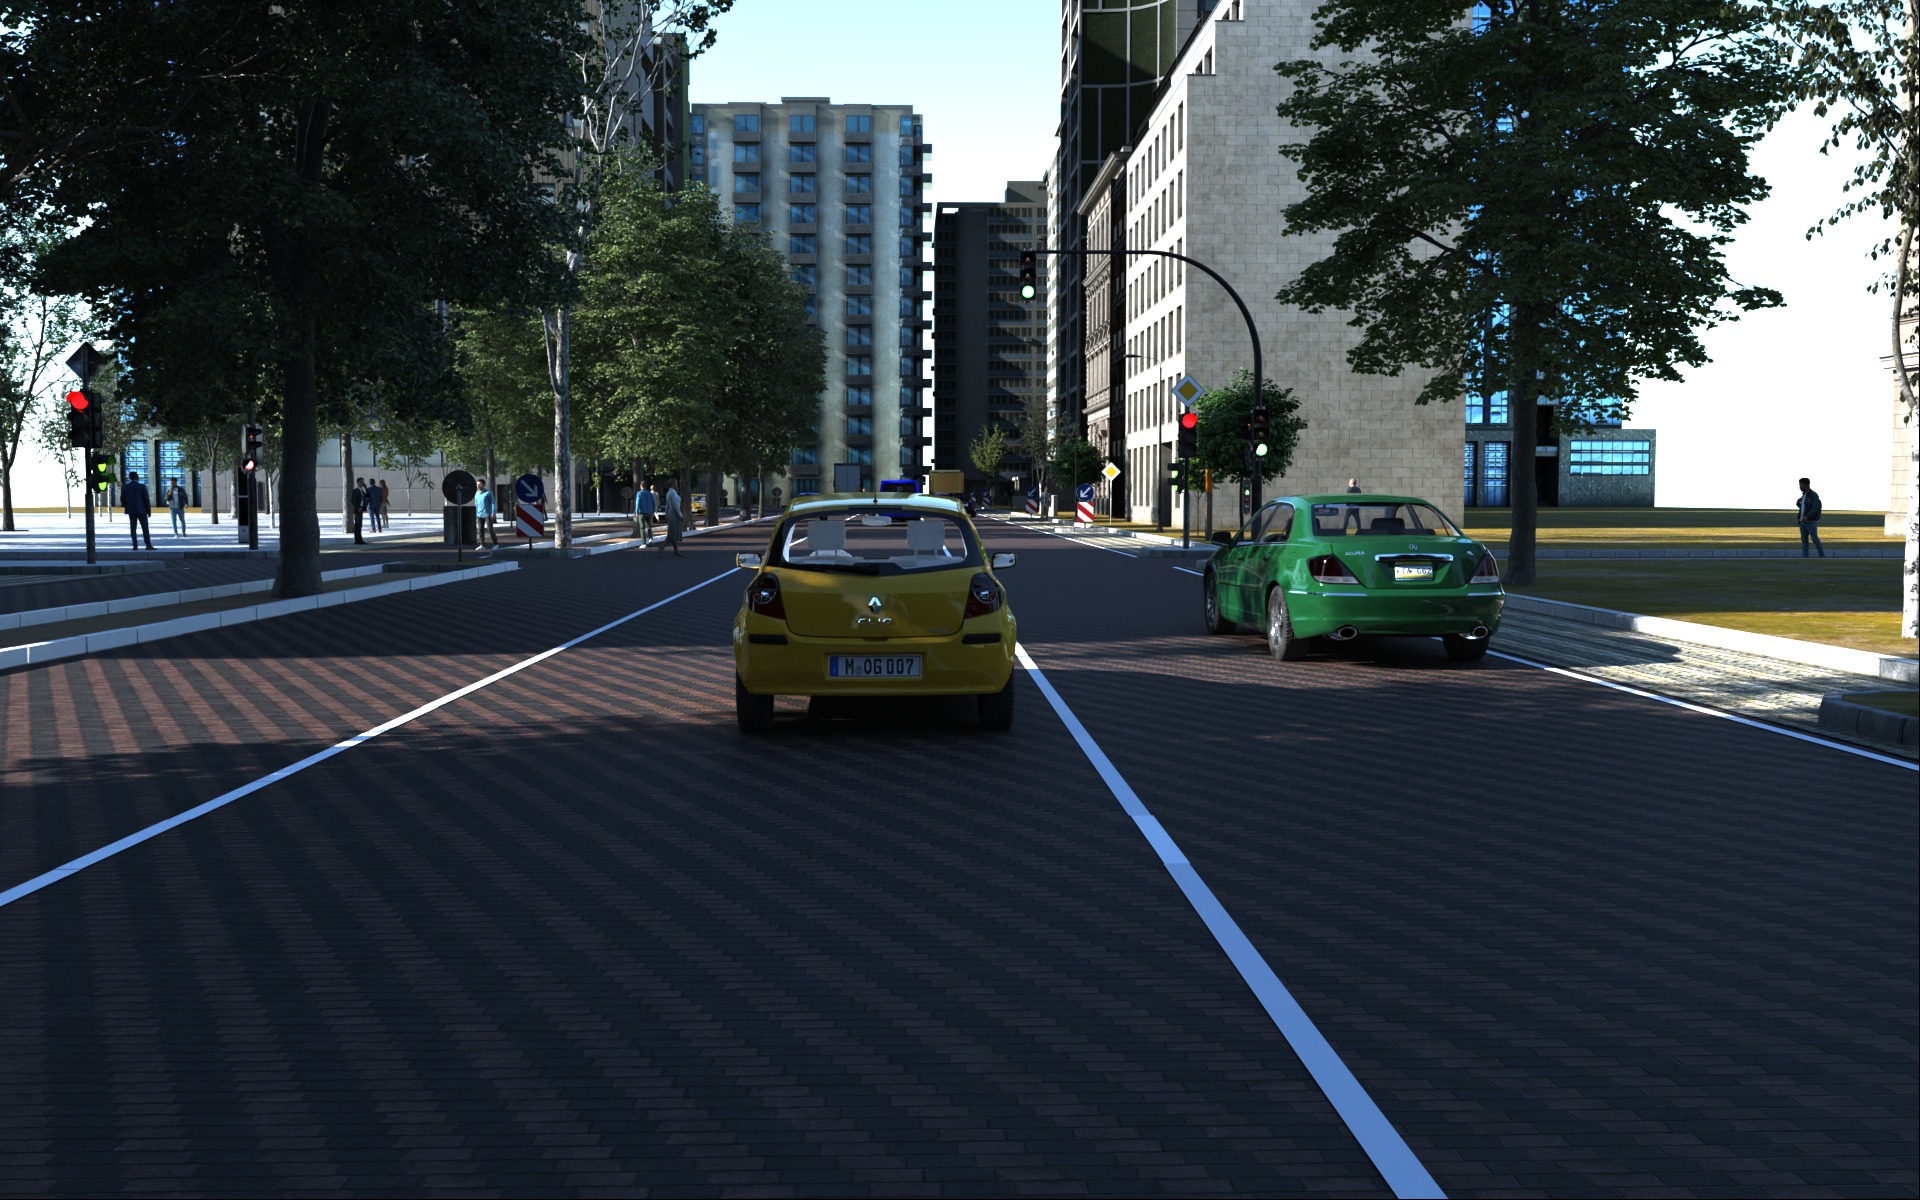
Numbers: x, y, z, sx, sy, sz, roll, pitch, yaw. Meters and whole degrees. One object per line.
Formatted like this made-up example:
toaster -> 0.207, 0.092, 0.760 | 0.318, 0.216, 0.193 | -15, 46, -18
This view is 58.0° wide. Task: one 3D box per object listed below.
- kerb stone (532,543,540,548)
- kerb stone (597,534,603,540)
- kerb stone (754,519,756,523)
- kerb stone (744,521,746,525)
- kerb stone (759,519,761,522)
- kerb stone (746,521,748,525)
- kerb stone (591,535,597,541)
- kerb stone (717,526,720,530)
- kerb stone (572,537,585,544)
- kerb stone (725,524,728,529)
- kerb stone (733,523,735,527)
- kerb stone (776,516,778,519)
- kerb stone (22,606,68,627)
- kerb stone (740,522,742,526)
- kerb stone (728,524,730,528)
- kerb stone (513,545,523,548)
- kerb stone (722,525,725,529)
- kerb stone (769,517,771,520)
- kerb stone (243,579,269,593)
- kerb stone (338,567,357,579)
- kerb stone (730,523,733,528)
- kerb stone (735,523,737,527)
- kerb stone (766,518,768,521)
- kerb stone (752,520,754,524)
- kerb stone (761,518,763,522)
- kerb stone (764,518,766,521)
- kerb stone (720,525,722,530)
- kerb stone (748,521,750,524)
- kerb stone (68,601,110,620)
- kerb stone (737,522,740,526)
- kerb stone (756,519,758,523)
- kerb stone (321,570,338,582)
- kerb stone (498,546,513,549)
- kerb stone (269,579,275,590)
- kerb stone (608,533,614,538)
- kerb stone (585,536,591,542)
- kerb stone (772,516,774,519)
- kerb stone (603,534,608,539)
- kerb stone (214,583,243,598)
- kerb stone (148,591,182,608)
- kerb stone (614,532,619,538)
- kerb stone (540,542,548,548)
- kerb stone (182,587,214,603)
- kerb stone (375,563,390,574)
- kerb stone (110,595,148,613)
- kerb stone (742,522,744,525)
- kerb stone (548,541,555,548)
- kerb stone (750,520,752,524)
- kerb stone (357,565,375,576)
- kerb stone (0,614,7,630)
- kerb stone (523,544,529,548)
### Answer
kerb stone -> -10.956, -1.347, 44.215 | 0.120, 0.150, 1.000 | 0, 4, -2
kerb stone -> -11.251, -1.910, 53.432 | 0.120, 0.150, 1.000 | 0, 4, -2
kerb stone -> -10.155, -3.795, 84.241 | 0.120, 0.150, 1.000 | 0, 4, -2
kerb stone -> -9.988, -3.480, 79.130 | 0.120, 0.150, 1.000 | 0, 4, -2
kerb stone -> -10.258, -3.983, 87.323 | 0.120, 0.150, 1.000 | 0, 4, -2
kerb stone -> -10.020, -3.544, 80.151 | 0.120, 0.150, 1.000 | 0, 4, -2
kerb stone -> -11.211, -1.839, 52.411 | 0.120, 0.150, 1.000 | 0, 4, -2
kerb stone -> -9.622, -2.791, 67.861 | 0.120, 0.150, 1.000 | 0, 4, -2
kerb stone -> -11.143, -1.722, 50.353 | 0.120, 0.150, 1.000 | 0, 4, -2
kerb stone -> -9.719, -2.978, 70.931 | 0.120, 0.150, 1.000 | 0, 4, -2
kerb stone -> -9.816, -3.168, 73.998 | 0.120, 0.150, 1.000 | 0, 4, -2
kerb stone -> -10.618, -4.669, 98.593 | 0.120, 0.150, 1.000 | 0, 4, -2
kerb stone -> -10.135, 0.193, 19.042 | 0.120, 0.150, 1.000 | 0, 4, -2
kerb stone -> -9.920, -3.354, 77.080 | 0.120, 0.150, 1.000 | 0, 4, -2
kerb stone -> -9.752, -3.041, 71.952 | 0.120, 0.150, 1.000 | 0, 4, -2
kerb stone -> -10.884, -1.221, 42.166 | 0.120, 0.150, 1.000 | 0, 4, -2
kerb stone -> -9.694, -2.918, 69.908 | 0.120, 0.150, 1.000 | 0, 4, -2
kerb stone -> -10.448, -4.359, 93.464 | 0.120, 0.150, 1.000 | 0, 4, -2
kerb stone -> -10.333, -0.183, 25.200 | 0.120, 0.150, 1.000 | 0, 4, -2
kerb stone -> -10.468, -0.434, 29.308 | 0.120, 0.150, 1.000 | 0, 4, -2
kerb stone -> -9.784, -3.106, 72.974 | 0.120, 0.150, 1.000 | 0, 4, -2
kerb stone -> -9.859, -3.232, 75.036 | 0.120, 0.150, 1.000 | 0, 4, -2
kerb stone -> -10.388, -4.232, 91.416 | 0.120, 0.150, 1.000 | 0, 4, -2
kerb stone -> -10.120, -3.728, 83.219 | 0.120, 0.150, 1.000 | 0, 4, -2
kerb stone -> -10.287, -4.046, 88.347 | 0.120, 0.150, 1.000 | 0, 4, -2
kerb stone -> -10.358, -4.171, 90.394 | 0.120, 0.150, 1.000 | 0, 4, -2
kerb stone -> -9.660, -2.855, 68.882 | 0.120, 0.150, 1.000 | 0, 4, -2
kerb stone -> -10.049, -3.599, 81.174 | 0.120, 0.150, 1.000 | 0, 4, -2
kerb stone -> -10.168, 0.130, 20.063 | 0.120, 0.150, 1.000 | 0, 4, -2
kerb stone -> -9.889, -3.294, 76.058 | 0.120, 0.150, 1.000 | 0, 4, -2
kerb stone -> -10.177, -3.852, 85.263 | 0.120, 0.150, 1.000 | 0, 4, -2
kerb stone -> -10.429, -0.372, 28.276 | 0.120, 0.150, 1.000 | 0, 4, -2
kerb stone -> -10.855, -1.155, 41.143 | 0.120, 0.150, 1.000 | 0, 4, -2
kerb stone -> -10.363, -0.244, 26.225 | 0.120, 0.150, 1.000 | 0, 4, -2
kerb stone -> -11.322, -2.036, 55.488 | 0.120, 0.150, 1.000 | 0, 4, -2
kerb stone -> -11.187, -1.782, 51.374 | 0.120, 0.150, 1.000 | 0, 4, -2
kerb stone -> -10.516, -4.485, 95.519 | 0.120, 0.150, 1.000 | 0, 4, -2
kerb stone -> -11.283, -1.973, 54.466 | 0.120, 0.150, 1.000 | 0, 4, -2
kerb stone -> -10.298, -0.121, 24.175 | 0.120, 0.150, 1.000 | 0, 4, -2
kerb stone -> -10.240, 0.005, 22.122 | 0.120, 0.150, 1.000 | 0, 4, -2
kerb stone -> -11.347, -2.099, 56.513 | 0.120, 0.150, 1.000 | 0, 4, -2
kerb stone -> -10.993, -1.409, 45.237 | 0.120, 0.150, 1.000 | 0, 4, -2
kerb stone -> -10.268, -0.058, 23.146 | 0.120, 0.150, 1.000 | 0, 4, -2
kerb stone -> -10.534, -0.559, 31.359 | 0.120, 0.150, 1.000 | 0, 4, -2
kerb stone -> -10.201, 0.071, 21.101 | 0.120, 0.150, 1.000 | 0, 4, -2
kerb stone -> -9.956, -3.420, 78.108 | 0.120, 0.150, 1.000 | 0, 4, -2
kerb stone -> -11.018, -1.472, 46.259 | 0.120, 0.150, 1.000 | 0, 4, -2
kerb stone -> -10.082, -3.670, 82.196 | 0.120, 0.150, 1.000 | 0, 4, -2
kerb stone -> -10.497, -0.496, 30.333 | 0.120, 0.150, 1.000 | 0, 4, -2
kerb stone -> -10.097, 0.256, 18.013 | 0.120, 0.150, 1.000 | 0, 4, -2
kerb stone -> -10.920, -1.284, 43.188 | 0.120, 0.150, 1.000 | 0, 4, -2
